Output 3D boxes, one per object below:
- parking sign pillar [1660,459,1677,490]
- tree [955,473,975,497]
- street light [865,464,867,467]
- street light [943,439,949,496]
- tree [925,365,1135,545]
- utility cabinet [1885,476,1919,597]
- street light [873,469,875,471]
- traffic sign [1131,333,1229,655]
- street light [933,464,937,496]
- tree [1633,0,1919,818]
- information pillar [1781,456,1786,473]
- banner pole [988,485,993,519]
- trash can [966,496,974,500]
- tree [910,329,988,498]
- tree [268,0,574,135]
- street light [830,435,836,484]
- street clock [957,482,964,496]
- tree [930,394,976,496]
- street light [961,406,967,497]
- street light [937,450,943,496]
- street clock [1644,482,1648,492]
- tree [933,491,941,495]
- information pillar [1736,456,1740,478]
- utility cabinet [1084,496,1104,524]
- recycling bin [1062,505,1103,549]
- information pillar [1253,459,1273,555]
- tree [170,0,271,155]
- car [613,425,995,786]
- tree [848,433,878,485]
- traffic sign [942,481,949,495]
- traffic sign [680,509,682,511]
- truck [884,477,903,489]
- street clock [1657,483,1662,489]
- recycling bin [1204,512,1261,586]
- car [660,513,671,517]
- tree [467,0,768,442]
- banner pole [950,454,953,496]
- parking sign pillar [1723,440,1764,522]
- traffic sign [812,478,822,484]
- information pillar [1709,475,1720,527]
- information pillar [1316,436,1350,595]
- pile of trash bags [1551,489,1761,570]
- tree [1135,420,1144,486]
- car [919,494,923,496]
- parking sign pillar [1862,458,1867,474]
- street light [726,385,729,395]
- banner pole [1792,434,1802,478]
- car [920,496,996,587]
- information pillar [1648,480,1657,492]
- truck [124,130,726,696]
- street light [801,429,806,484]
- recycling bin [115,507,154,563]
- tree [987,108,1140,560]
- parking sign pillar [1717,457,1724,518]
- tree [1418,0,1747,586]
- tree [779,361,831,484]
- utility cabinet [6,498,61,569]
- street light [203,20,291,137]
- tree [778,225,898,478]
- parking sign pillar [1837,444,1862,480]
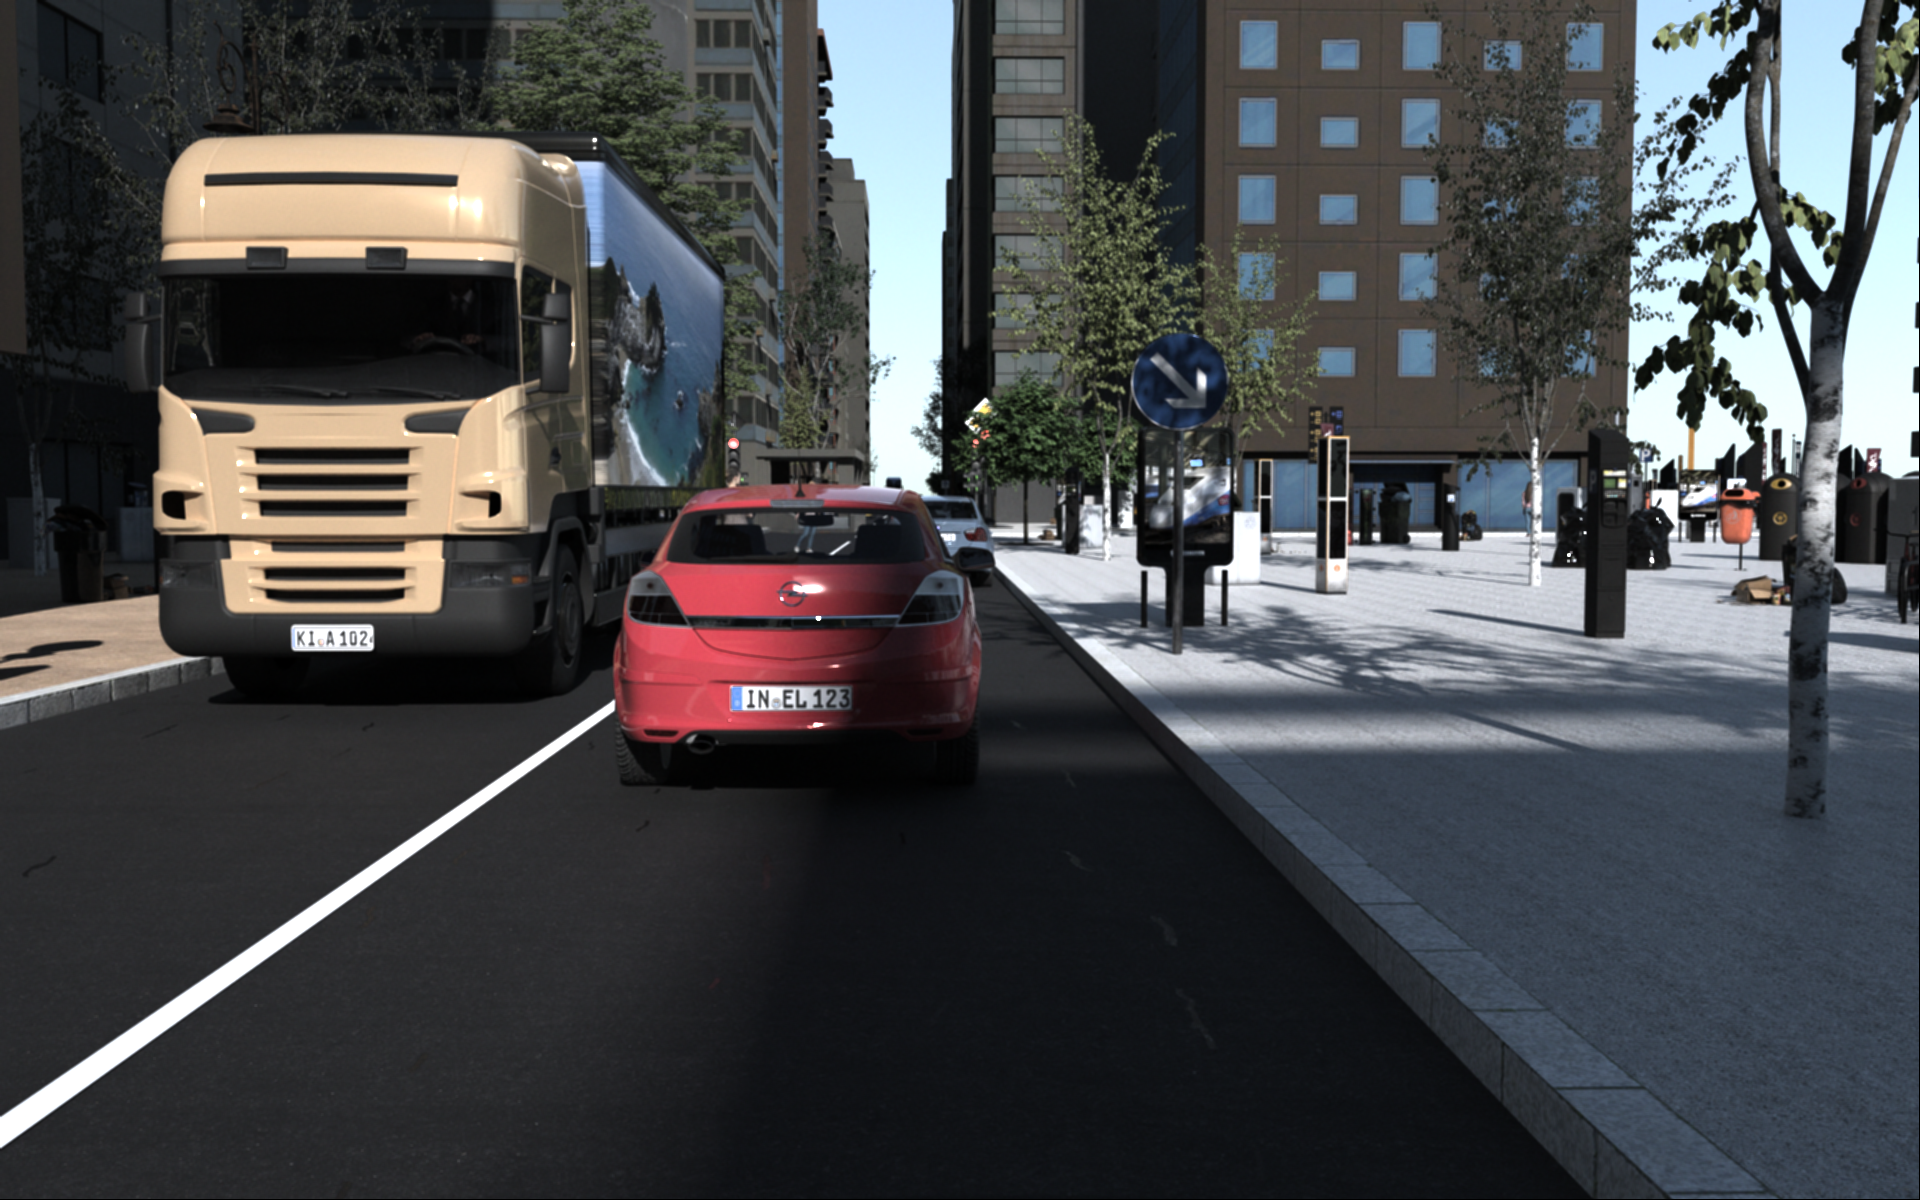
[{"bbox_3d":[54.278,-8.826,132.771,1.447,3.967,1.447,-1,4,-22],"label":"parking sign pillar"},{"bbox_3d":[0.116,-8.651,136.044,1.663,3.219,1.824,0,3,0],"label":"tree"},{"bbox_3d":[-11.853,-15.030,218.534,0.468,5.910,1.993,0,4,-1],"label":"street light"},{"bbox_3d":[-0.896,-9.822,133.377,0.468,5.910,1.993,0,4,-1],"label":"street light"},{"bbox_3d":[1.758,-3.677,43.841,4.285,4.588,4.351,0,3,0],"label":"tree"},{"bbox_3d":[11.799,-0.769,21.256,0.318,1.500,1.173,0,4,3],"label":"utility cabinet"},{"bbox_3d":[-12.936,-17.583,260.267,0.468,5.910,1.993,0,4,-1],"label":"street light"},{"bbox_3d":[1.742,-0.837,13.799,0.768,2.556,0.104,0,4,5],"label":"traffic sign"},{"bbox_3d":[-2.677,-14.468,209.336,0.468,5.910,1.993,0,4,-1],"label":"street light"},{"bbox_3d":[3.609,-3.448,6.741,4.737,8.622,4.395,0,3,0],"label":"tree"},{"bbox_3d":[51.281,-7.143,108.135,0.183,3.616,0.504,-3,4,-39],"label":"information pillar"},{"bbox_3d":[1.267,-4.966,71.207,0.401,3.779,0.863,-1,4,-16],"label":"banner pole"},{"bbox_3d":[0.762,-6.472,117.468,0.748,1.137,0.748,0,3,0],"label":"trash can"},{"bbox_3d":[0.783,-9.974,97.482,7.601,10.594,8.767,-1,4,-10],"label":"tree"},{"bbox_3d":[-7.533,-4.695,27.129,4.360,8.622,3.978,0,3,0],"label":"tree"},{"bbox_3d":[-9.950,-9.991,136.136,0.468,5.910,1.993,0,4,-1],"label":"street light"},{"bbox_3d":[0.040,-6.237,106.552,0.471,2.002,0.358,0,4,6],"label":"street clock"},{"bbox_3d":[-0.180,-10.672,124.846,4.360,8.622,3.978,0,3,0],"label":"tree"},{"bbox_3d":[0.245,-7.225,90.909,0.468,5.910,1.993,0,4,-1],"label":"street light"},{"bbox_3d":[-1.719,-11.911,167.535,0.468,5.910,1.993,0,4,-1],"label":"street light"},{"bbox_3d":[39.687,-5.851,100.226,0.358,2.002,0.471,1,4,9],"label":"street clock"},{"bbox_3d":[-3.280,-15.088,241.293,1.663,3.219,1.824,0,3,0],"label":"tree"},{"bbox_3d":[47.468,-6.993,105.697,0.183,3.616,0.504,0,4,2],"label":"information pillar"},{"bbox_3d":[5.668,-3.826,73.721,1.020,1.237,0.306,0,4,4],"label":"utility cabinet"},{"bbox_3d":[2.887,-1.730,40.843,0.722,1.027,0.722,3,5,40],"label":"recycling bin"},{"bbox_3d":[6.400,-1.964,36.608,0.304,2.012,0.304,-1,4,-13],"label":"information pillar"},{"bbox_3d":[-8.372,-4.319,20.982,4.360,8.622,3.978,0,3,0],"label":"tree"},{"bbox_3d":[-0.844,-0.060,10.022,2.155,1.783,4.494,0,4,-2],"label":"car"},{"bbox_3d":[-11.839,-15.811,208.866,4.360,8.622,3.978,0,3,0],"label":"tree"},{"bbox_3d":[-1.086,-7.764,129.070,0.606,2.300,0.079,0,4,8],"label":"traffic sign"},{"bbox_3d":[-7.392,-2.805,45.961,0.768,2.556,0.104,0,4,2],"label":"traffic sign"},{"bbox_3d":[-10.678,-17.804,280.851,2.967,4.110,18.799,0,4,-2],"label":"truck"},{"bbox_3d":[44.631,-6.496,110.772,0.358,2.002,0.471,-3,5,-44],"label":"street clock"},{"bbox_3d":[3.814,-0.740,24.652,0.722,1.027,0.722,-1,4,-14],"label":"recycling bin"},{"bbox_3d":[-11.212,-2.564,54.282,4.827,1.381,2.083,0,4,-1],"label":"car"},{"bbox_3d":[-8.413,-7.441,39.782,7.486,12.596,7.792,0,3,0],"label":"tree"},{"bbox_3d":[-0.520,-7.237,108.347,0.401,3.779,0.863,0,4,6],"label":"banner pole"},{"bbox_3d":[36.508,-5.599,80.021,1.447,3.967,1.447,-2,4,-28],"label":"parking sign pillar"},{"bbox_3d":[-8.827,-6.409,106.916,0.606,2.300,0.079,0,4,3],"label":"traffic sign"},{"bbox_3d":[29.190,-3.825,67.034,0.304,2.012,0.304,1,4,11],"label":"information pillar"},{"bbox_3d":[4.766,-1.081,22.173,0.304,2.012,0.304,-1,4,-17],"label":"information pillar"},{"bbox_3d":[11.950,-1.233,29.912,3.447,1.369,1.912,3,5,42],"label":"pile of trash bags"},{"bbox_3d":[5.300,-4.743,61.259,4.285,4.588,4.351,0,3,0],"label":"tree"},{"bbox_3d":[-2.893,-5.939,107.324,2.015,1.641,3.980,0,4,-3],"label":"car"},{"bbox_3d":[52.862,-6.915,101.539,1.447,3.967,1.447,-3,5,-42],"label":"parking sign pillar"},{"bbox_3d":[-8.010,-5.251,58.642,0.468,5.910,1.993,0,4,-1],"label":"street light"},{"bbox_3d":[34.827,-5.026,72.195,0.863,3.779,0.401,-3,4,-37],"label":"banner pole"},{"bbox_3d":[-0.399,-0.980,28.028,2.014,1.417,4.499,0,4,-2],"label":"car"},{"bbox_3d":[35.628,-5.177,89.138,0.304,2.012,0.304,-2,4,-26],"label":"information pillar"},{"bbox_3d":[-4.008,-1.638,15.701,2.839,4.237,11.283,0,4,-1],"label":"truck"},{"bbox_3d":[-9.082,-7.807,100.429,0.468,5.910,1.993,0,4,-1],"label":"street light"},{"bbox_3d":[-15.486,-1.229,32.655,0.722,1.027,0.722,-2,4,-32],"label":"recycling bin"},{"bbox_3d":[2.742,-5.056,33.034,4.737,8.622,4.395,0,3,0],"label":"tree"},{"bbox_3d":[40.631,-6.328,91.937,1.447,3.967,1.447,-3,5,-43],"label":"parking sign pillar"},{"bbox_3d":[8.105,-4.491,23.796,4.360,8.622,3.978,0,3,0],"label":"tree"},{"bbox_3d":[-9.207,-8.944,96.595,4.737,8.622,4.395,0,3,0],"label":"tree"},{"bbox_3d":[-16.048,-1.155,30.049,1.020,1.237,0.306,2,4,25],"label":"utility cabinet"},{"bbox_3d":[-7.083,-2.738,17.560,0.468,5.910,1.993,0,4,-1],"label":"street light"},{"bbox_3d":[-10.956,-16.433,124.575,12.611,20.169,13.585,0,3,0],"label":"tree"},{"bbox_3d":[47.794,-6.464,94.159,1.447,3.967,1.447,-3,5,-42],"label":"parking sign pillar"}]
